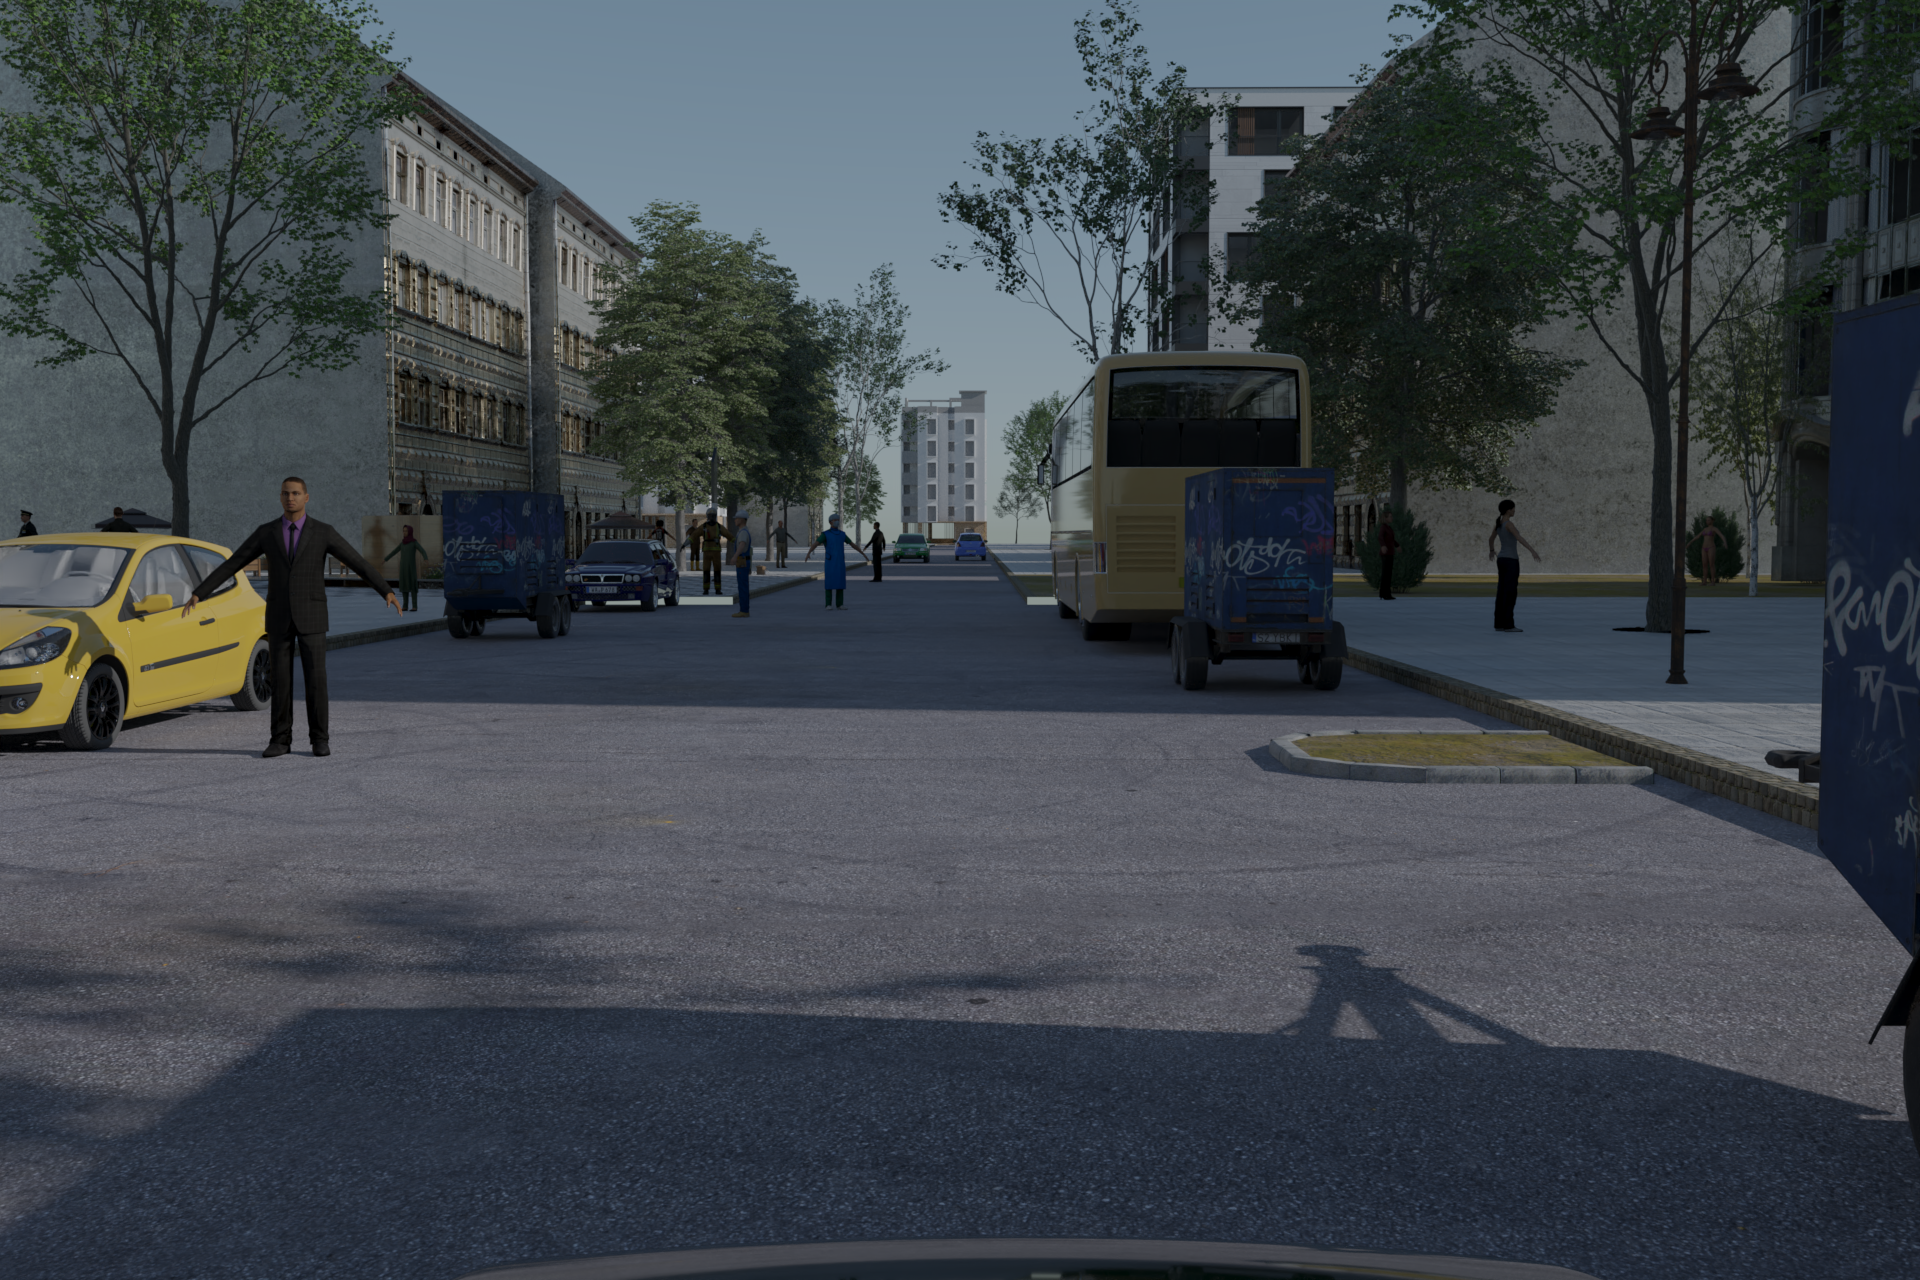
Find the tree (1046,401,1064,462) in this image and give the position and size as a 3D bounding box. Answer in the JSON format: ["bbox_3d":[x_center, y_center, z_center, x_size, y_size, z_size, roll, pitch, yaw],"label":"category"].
[{"bbox_3d":[5.927,-8.596,90.913,4.360,8.622,3.978,0,3,0],"label":"tree"}]

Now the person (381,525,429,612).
[{"bbox_3d":[-9.175,-1.191,28.680,0.989,1.438,0.599,2,4,24],"label":"person"}]

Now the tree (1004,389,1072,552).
[{"bbox_3d":[7.101,-12.072,123.135,9.928,11.665,9.643,0,3,0],"label":"tree"}]

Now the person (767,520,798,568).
[{"bbox_3d":[-6.748,-3.611,65.305,1.348,1.796,0.705,-3,4,-38],"label":"person"}]

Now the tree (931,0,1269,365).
[{"bbox_3d":[4.962,-12.714,63.769,12.611,20.169,13.585,0,3,0],"label":"tree"}]

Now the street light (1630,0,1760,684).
[{"bbox_3d":[6.156,-2.563,14.695,0.468,5.910,1.993,0,4,1],"label":"street light"}]

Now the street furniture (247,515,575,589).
[{"bbox_3d":[-11.964,-2.282,44.168,9.812,1.723,11.010,2,4,29],"label":"street furniture"}]

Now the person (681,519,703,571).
[{"bbox_3d":[-9.136,-3.286,59.861,0.704,1.812,1.346,3,5,44],"label":"person"}]

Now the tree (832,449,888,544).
[{"bbox_3d":[-13.343,-19.109,230.553,7.486,12.596,7.792,0,3,0],"label":"tree"}]

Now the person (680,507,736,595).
[{"bbox_3d":[-5.235,-1.883,36.563,1.354,1.858,0.705,-1,4,-13],"label":"person"}]

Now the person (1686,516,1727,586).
[{"bbox_3d":[18.516,-2.210,42.931,0.721,1.733,1.217,-2,4,-26],"label":"person"}]

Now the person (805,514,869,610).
[{"bbox_3d":[-2.352,-1.475,32.704,1.347,1.817,0.704,-2,4,-32],"label":"person"}]

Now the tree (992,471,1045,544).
[{"bbox_3d":[7.867,-18.200,231.985,7.601,10.594,8.767,0,4,-1],"label":"tree"}]

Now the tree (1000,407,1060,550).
[{"bbox_3d":[7.282,-13.039,138.935,9.928,11.665,9.643,0,3,0],"label":"tree"}]

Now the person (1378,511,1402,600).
[{"bbox_3d":[8.375,-1.643,33.674,0.721,1.729,1.215,2,4,28],"label":"person"}]

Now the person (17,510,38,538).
[{"bbox_3d":[-21.337,-2.057,39.572,1.347,1.837,0.705,3,4,38],"label":"person"}]

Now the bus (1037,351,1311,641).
[{"bbox_3d":[2.843,-2.112,26.079,2.896,3.916,12.252,0,4,0],"label":"bus"}]

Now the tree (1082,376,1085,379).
[{"bbox_3d":[6.962,-7.631,75.125,4.737,8.622,4.395,0,3,0],"label":"tree"}]

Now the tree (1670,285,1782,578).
[{"bbox_3d":[22.654,-6.081,49.781,4.737,8.622,4.395,0,3,0],"label":"tree"}]

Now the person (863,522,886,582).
[{"bbox_3d":[-2.501,-2.632,51.712,0.704,1.802,1.346,2,4,25],"label":"person"}]

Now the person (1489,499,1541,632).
[{"bbox_3d":[7.266,-0.976,22.773,0.721,1.737,1.217,-1,4,-11],"label":"person"}]

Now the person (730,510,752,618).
[{"bbox_3d":[-3.778,-1.320,29.888,0.705,1.847,1.347,0,4,-2],"label":"person"}]

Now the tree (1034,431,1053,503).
[{"bbox_3d":[6.899,-9.627,107.764,4.737,8.622,4.395,0,3,0],"label":"tree"}]

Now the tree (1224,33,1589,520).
[{"bbox_3d":[11.743,-8.525,46.043,9.857,13.997,8.962,0,3,0],"label":"tree"}]

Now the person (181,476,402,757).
[{"bbox_3d":[-4.296,-0.154,11.200,1.346,1.802,0.704,-1,4,-10],"label":"person"}]

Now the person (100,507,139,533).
[{"bbox_3d":[-16.089,-1.646,33.128,1.348,1.803,0.705,-3,5,-42],"label":"person"}]

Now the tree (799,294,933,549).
[{"bbox_3d":[-8.514,-17.310,138.906,12.611,20.169,13.585,0,3,0],"label":"tree"}]

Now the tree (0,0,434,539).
[{"bbox_3d":[-12.180,-6.180,26.807,9.928,11.665,9.643,0,3,0],"label":"tree"}]

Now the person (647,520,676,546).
[{"bbox_3d":[-11.459,-3.681,66.329,1.345,1.843,0.704,1,4,13],"label":"person"}]

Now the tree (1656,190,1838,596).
[{"bbox_3d":[16.635,-5.228,35.840,4.360,8.622,3.978,0,3,0],"label":"tree"}]

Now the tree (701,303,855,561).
[{"bbox_3d":[-8.633,-10.004,81.700,7.486,12.596,7.792,0,3,0],"label":"tree"}]
